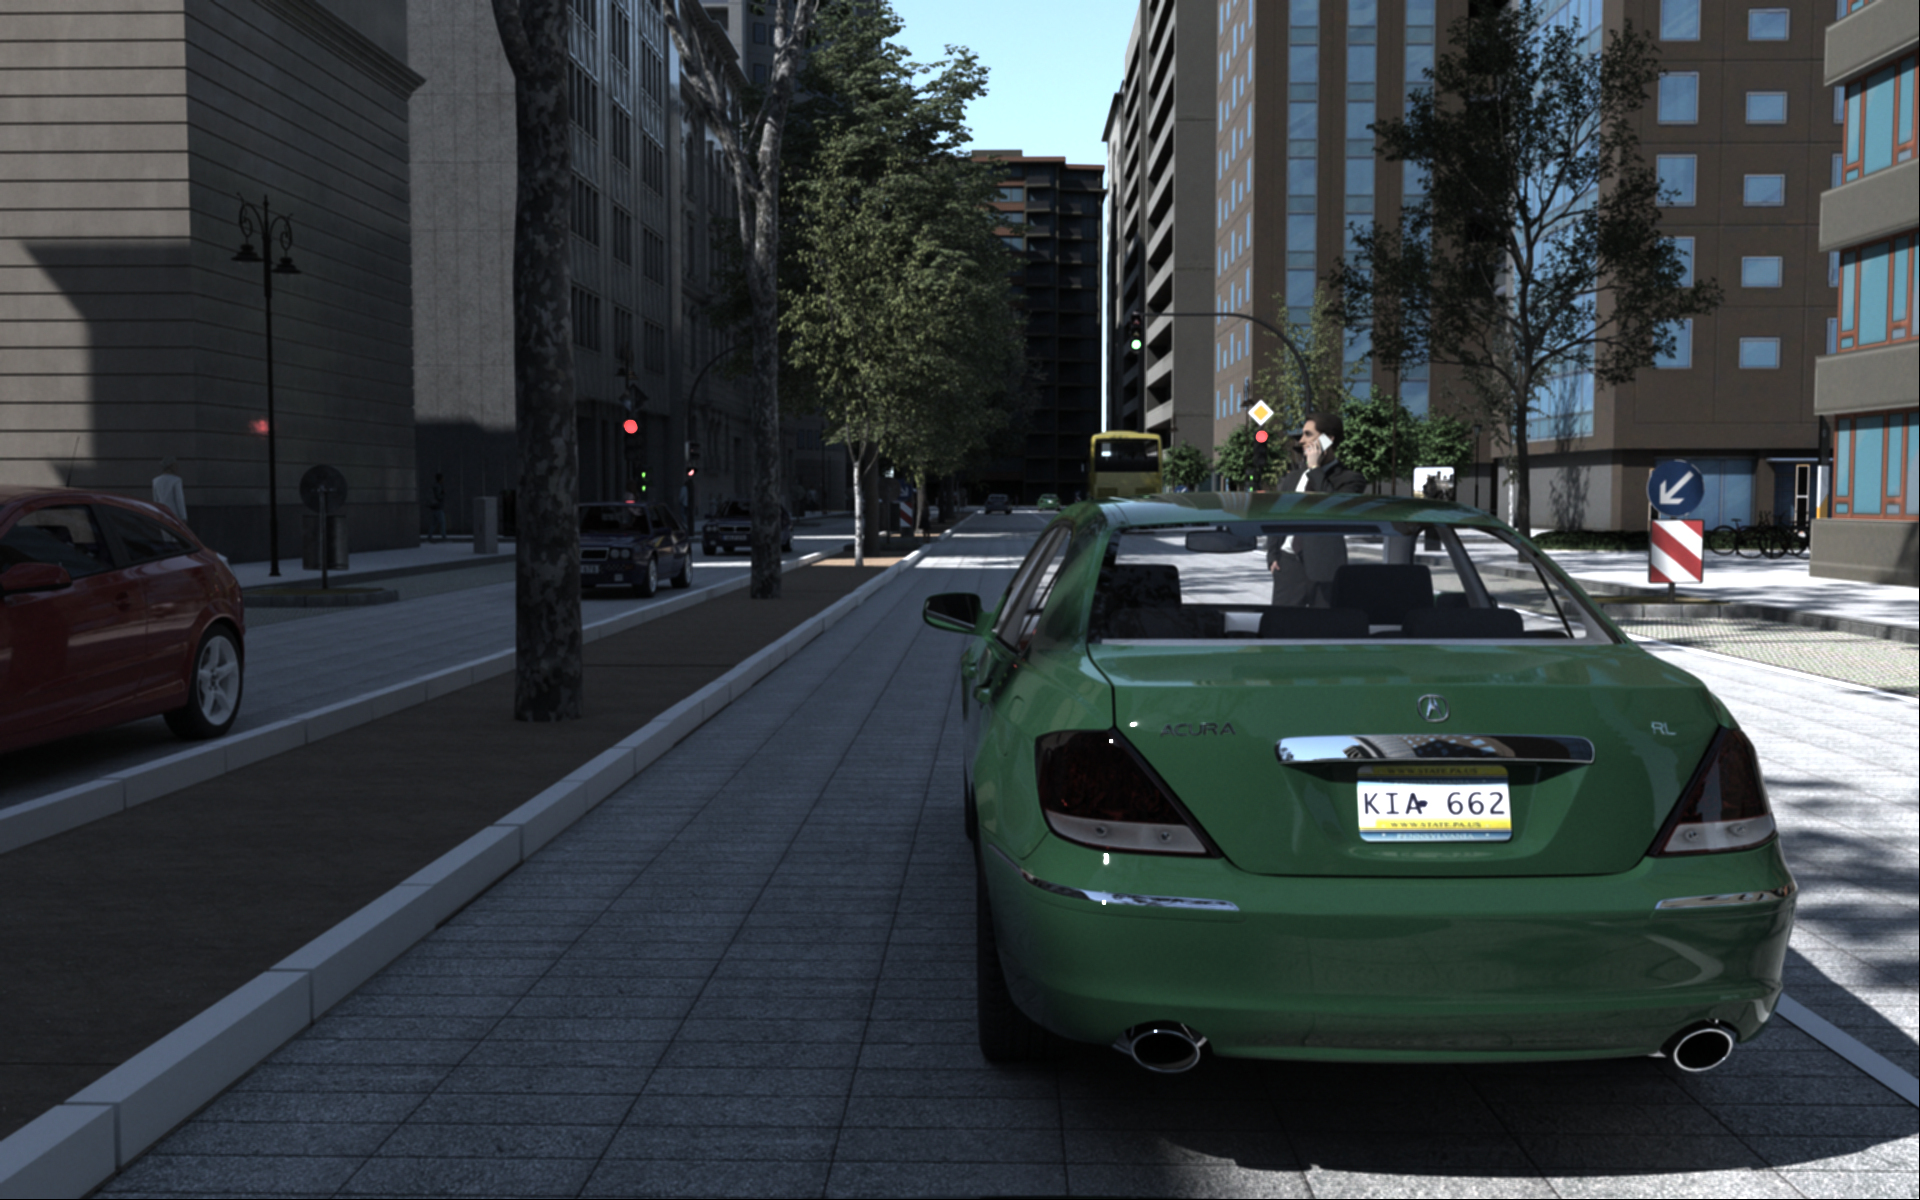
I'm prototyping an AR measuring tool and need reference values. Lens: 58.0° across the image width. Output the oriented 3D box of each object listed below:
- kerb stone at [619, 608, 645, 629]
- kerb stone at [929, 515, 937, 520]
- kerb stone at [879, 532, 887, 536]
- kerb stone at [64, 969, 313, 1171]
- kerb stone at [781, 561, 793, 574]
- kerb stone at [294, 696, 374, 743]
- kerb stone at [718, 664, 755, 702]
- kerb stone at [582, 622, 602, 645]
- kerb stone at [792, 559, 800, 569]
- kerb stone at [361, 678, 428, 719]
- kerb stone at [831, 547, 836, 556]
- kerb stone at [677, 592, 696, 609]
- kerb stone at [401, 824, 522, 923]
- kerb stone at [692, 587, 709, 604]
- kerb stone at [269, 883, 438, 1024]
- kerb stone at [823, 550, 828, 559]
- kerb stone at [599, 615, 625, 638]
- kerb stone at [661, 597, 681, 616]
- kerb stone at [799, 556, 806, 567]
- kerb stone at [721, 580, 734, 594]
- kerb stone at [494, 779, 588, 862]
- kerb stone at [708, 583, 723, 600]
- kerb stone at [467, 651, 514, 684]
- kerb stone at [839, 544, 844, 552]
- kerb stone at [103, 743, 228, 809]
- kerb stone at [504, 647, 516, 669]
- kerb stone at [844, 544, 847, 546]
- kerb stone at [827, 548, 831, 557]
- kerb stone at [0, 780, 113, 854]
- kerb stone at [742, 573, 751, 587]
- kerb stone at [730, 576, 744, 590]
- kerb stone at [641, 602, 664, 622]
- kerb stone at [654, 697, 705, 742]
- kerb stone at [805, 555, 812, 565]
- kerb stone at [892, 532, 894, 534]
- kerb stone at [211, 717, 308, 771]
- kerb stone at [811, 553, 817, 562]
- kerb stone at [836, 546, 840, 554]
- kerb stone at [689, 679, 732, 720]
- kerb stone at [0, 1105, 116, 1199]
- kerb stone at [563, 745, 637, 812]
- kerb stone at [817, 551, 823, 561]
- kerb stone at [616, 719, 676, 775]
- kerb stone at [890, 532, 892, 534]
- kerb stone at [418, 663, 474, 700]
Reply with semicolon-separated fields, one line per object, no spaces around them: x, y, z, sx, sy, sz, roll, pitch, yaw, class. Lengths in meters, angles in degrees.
-3.566;0.221;18.583;0.120;0.150;1.000;0;4;1;kerb stone
-1.539;-4.767;100.130;0.120;0.150;1.000;0;4;1;kerb stone
-2.585;-2.191;58.059;0.120;0.150;1.000;0;4;1;kerb stone
-1.821;1.105;4.160;0.120;0.150;1.000;0;4;1;kerb stone
-3.240;-0.594;31.908;0.120;0.150;1.000;0;4;1;kerb stone
-3.768;0.723;10.382;0.120;0.150;1.000;0;4;1;kerb stone
-1.617;0.602;12.363;0.120;0.150;1.000;0;4;1;kerb stone
-3.621;0.347;16.536;0.120;0.150;1.000;0;4;1;kerb stone
-3.216;-0.657;32.937;0.120;0.150;1.000;0;4;1;kerb stone
-3.746;0.660;11.405;0.120;0.150;1.000;0;4;1;kerb stone
-3.028;-1.090;40.094;0.120;0.150;1.000;0;4;1;kerb stone
-3.489;0.032;21.679;0.120;0.150;1.000;0;4;1;kerb stone
-1.778;0.981;6.212;0.120;0.150;1.000;0;4;1;kerb stone
-3.466;-0.031;22.701;0.120;0.150;1.000;0;4;1;kerb stone
-1.794;1.041;5.182;0.120;0.150;1.000;0;4;1;kerb stone
-3.076;-0.969;38.050;0.120;0.150;1.000;0;4;1;kerb stone
-3.588;0.288;17.561;0.120;0.150;1.000;0;4;1;kerb stone
-3.512;0.096;20.650;0.120;0.150;1.000;0;4;1;kerb stone
-3.178;-0.719;33.958;0.120;0.150;1.000;0;4;1;kerb stone
-3.408;-0.151;24.744;0.120;0.150;1.000;0;4;1;kerb stone
-1.743;0.915;7.235;0.120;0.150;1.000;0;4;1;kerb stone
-3.429;-0.093;23.722;0.120;0.150;1.000;0;4;1;kerb stone
-3.690;0.536;13.457;0.120;0.150;1.000;0;4;1;kerb stone
-2.981;-1.221;42.152;0.120;0.150;1.000;0;4;1;kerb stone
-3.818;0.848;8.329;0.120;0.150;1.000;0;4;1;kerb stone
-3.668;0.472;14.482;0.120;0.150;1.000;0;4;1;kerb stone
-2.959;-1.284;43.182;0.120;0.150;1.000;0;4;1;kerb stone
-3.066;-1.029;39.072;0.120;0.150;1.000;0;4;1;kerb stone
-3.840;0.915;7.303;0.120;0.150;1.000;0;4;1;kerb stone
-3.360;-0.279;26.787;0.120;0.150;1.000;0;4;1;kerb stone
-3.393;-0.218;25.766;0.120;0.150;1.000;0;4;1;kerb stone
-3.541;0.158;19.613;0.120;0.150;1.000;0;4;1;kerb stone
-1.680;0.727;10.317;0.120;0.150;1.000;0;4;1;kerb stone
-3.159;-0.776;34.980;0.120;0.150;1.000;0;4;1;kerb stone
-2.514;-2.381;61.124;0.120;0.150;1.000;0;4;1;kerb stone
-3.800;0.787;9.359;0.120;0.150;1.000;0;4;1;kerb stone
-3.130;-0.842;36.001;0.120;0.150;1.000;0;4;1;kerb stone
-3.010;-1.152;41.123;0.120;0.150;1.000;0;4;1;kerb stone
-1.650;0.666;11.341;0.120;0.150;1.000;0;4;1;kerb stone
-1.848;1.166;3.139;0.120;0.150;1.000;0;4;1;kerb stone
-1.720;0.853;8.256;0.120;0.150;1.000;0;4;1;kerb stone
-3.103;-0.904;37.023;0.120;0.150;1.000;0;4;1;kerb stone
-1.693;0.790;9.292;0.120;0.150;1.000;0;4;1;kerb stone
-2.533;-2.317;60.103;0.120;0.150;1.000;0;4;1;kerb stone
-3.720;0.597;12.435;0.120;0.150;1.000;0;4;1;kerb stone
